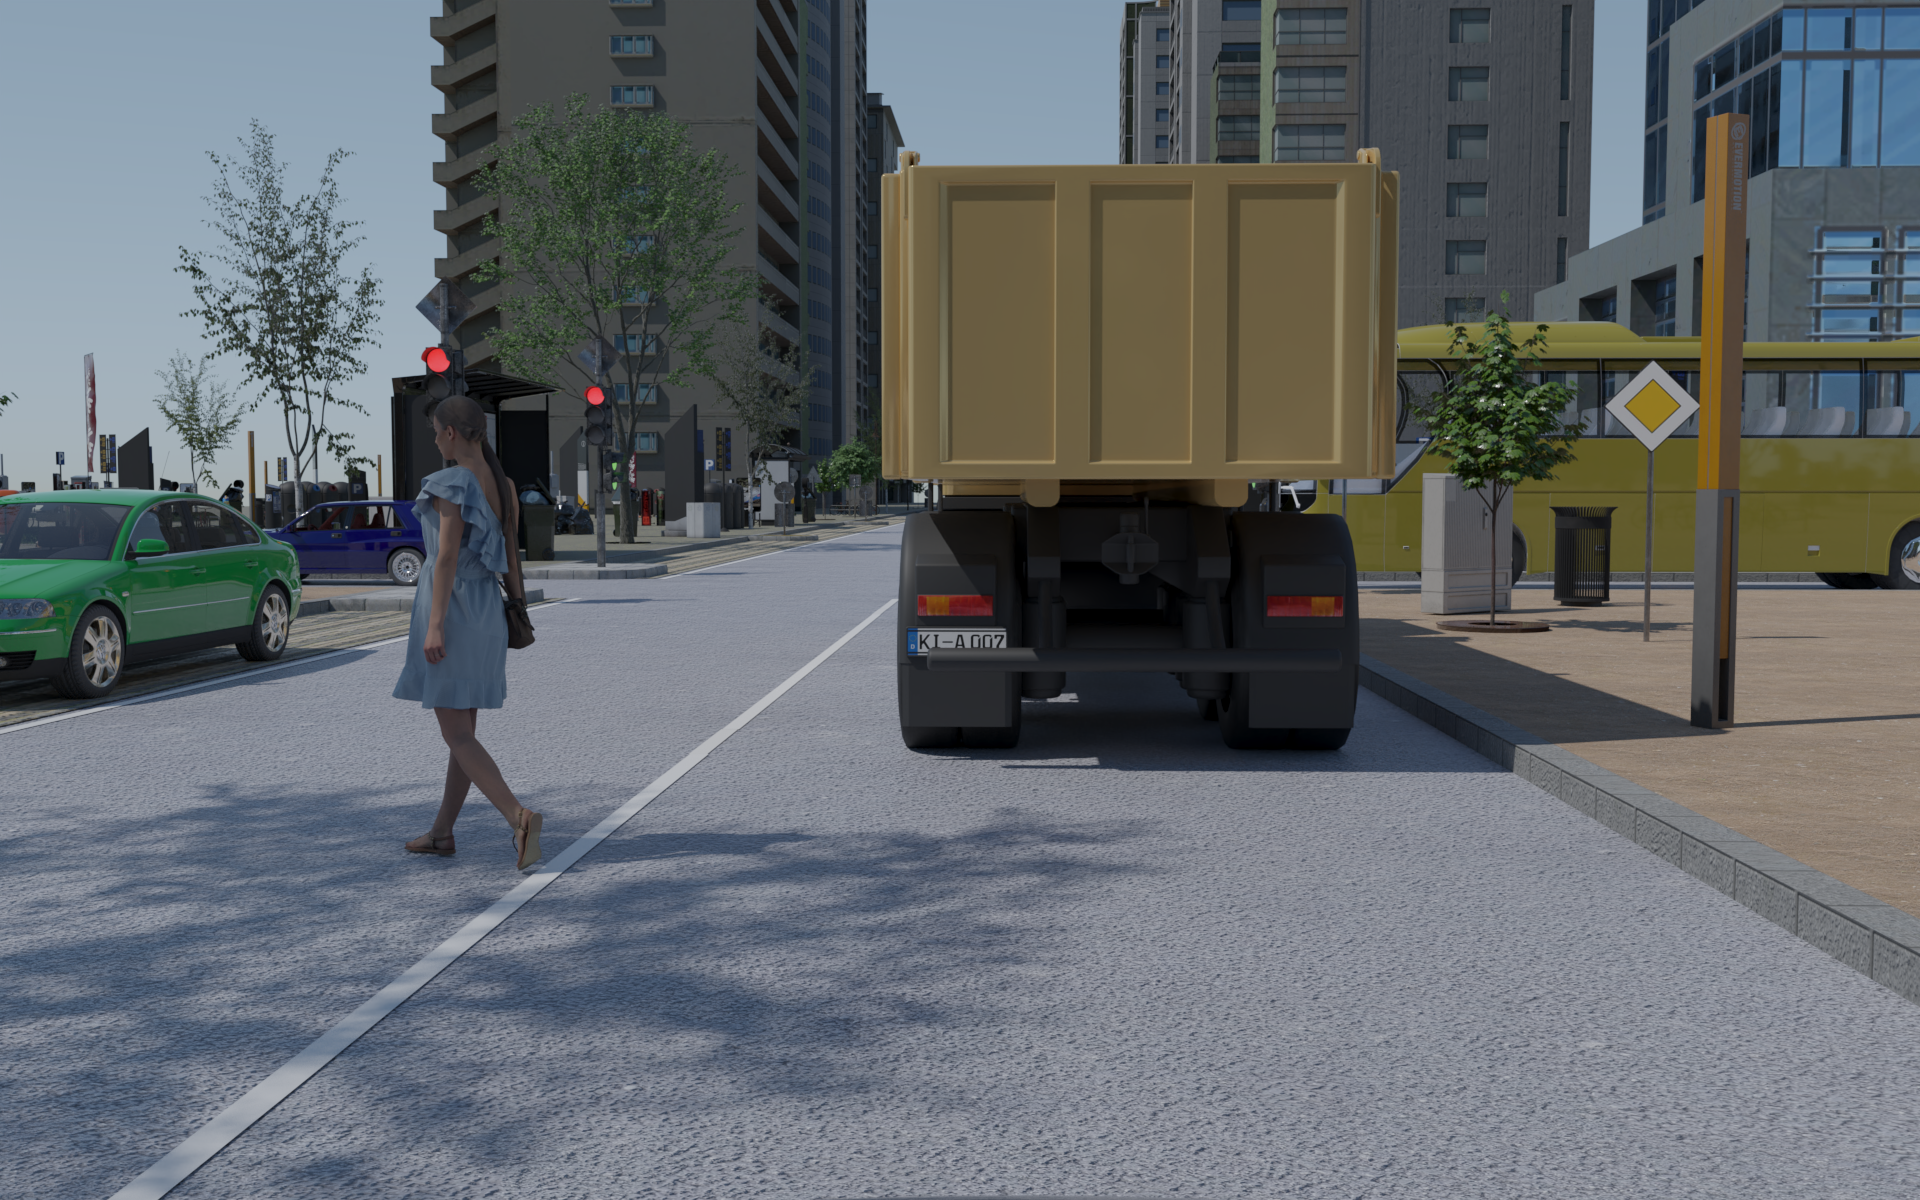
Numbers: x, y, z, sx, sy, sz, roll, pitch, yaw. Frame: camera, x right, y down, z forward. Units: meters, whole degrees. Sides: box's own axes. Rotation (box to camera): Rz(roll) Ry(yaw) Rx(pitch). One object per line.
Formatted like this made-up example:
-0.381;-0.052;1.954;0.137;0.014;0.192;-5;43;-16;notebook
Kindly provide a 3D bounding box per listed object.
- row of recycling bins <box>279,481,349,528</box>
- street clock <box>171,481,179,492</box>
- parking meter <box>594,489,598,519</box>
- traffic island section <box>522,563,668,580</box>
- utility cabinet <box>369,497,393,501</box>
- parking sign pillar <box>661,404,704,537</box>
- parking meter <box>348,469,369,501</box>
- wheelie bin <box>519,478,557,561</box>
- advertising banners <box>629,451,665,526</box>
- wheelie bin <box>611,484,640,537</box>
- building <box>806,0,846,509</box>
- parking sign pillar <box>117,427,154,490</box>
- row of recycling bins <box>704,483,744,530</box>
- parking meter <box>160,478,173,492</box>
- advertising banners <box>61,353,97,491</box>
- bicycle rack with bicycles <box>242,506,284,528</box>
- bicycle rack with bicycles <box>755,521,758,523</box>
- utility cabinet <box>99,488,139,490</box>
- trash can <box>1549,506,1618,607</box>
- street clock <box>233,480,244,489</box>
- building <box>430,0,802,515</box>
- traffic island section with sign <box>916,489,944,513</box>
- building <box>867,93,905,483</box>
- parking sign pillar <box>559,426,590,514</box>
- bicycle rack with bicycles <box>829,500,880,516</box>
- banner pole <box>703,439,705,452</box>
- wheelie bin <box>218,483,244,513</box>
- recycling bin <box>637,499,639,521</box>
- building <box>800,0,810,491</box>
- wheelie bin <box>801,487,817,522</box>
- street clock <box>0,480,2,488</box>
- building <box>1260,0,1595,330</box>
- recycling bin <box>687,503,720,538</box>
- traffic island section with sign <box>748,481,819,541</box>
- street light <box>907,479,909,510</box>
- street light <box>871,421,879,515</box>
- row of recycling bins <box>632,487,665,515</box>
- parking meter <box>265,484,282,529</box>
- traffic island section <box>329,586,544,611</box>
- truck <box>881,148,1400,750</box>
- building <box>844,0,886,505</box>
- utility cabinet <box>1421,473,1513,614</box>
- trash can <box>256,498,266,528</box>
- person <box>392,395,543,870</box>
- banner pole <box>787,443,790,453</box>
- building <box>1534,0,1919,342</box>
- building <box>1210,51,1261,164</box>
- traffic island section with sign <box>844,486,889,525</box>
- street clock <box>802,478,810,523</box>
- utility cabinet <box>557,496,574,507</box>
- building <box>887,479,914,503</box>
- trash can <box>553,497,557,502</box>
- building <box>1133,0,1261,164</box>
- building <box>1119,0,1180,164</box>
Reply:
-20.702;-2.972;55.697;1.069;1.692;3.534;1;4;13;row of recycling bins
-44.564;-5.732;98.285;0.358;2.002;0.471;2;4;25;street clock
-19.011;-5.050;90.974;0.372;1.533;0.369;0;3;0;parking meter
-6.317;-0.499;30.435;2.009;0.180;2.903;0;4;2;traffic island section
-14.776;-2.045;44.594;1.020;1.237;0.306;2;4;34;utility cabinet
-8.342;-3.912;52.426;1.447;3.967;1.447;3;4;38;parking sign pillar
-12.868;-1.918;37.074;0.399;1.863;0.255;-1;4;-16;parking meter
-8.120;-1.557;33.365;0.693;1.594;0.980;-1;4;-13;wheelie bin
-12.669;-4.515;70.002;2.074;3.025;0.090;2;4;29;advertising banners
-10.032;-2.697;52.007;0.693;1.594;0.980;-3;5;-39;wheelie bin
-22.352;-37.604;156.830;21.231;58.520;28.212;0;4;2;building
-33.234;-4.978;69.856;1.447;3.967;1.447;0;4;5;parking sign pillar
-8.646;-3.444;63.428;1.069;1.692;3.534;1;4;8;row of recycling bins
-28.086;-3.401;61.321;0.399;1.863;0.255;-1;4;-22;parking meter
-11.338;-1.597;22.302;0.090;3.025;2.074;-3;4;-37;advertising banners
-21.351;-2.334;51.538;2.852;0.926;2.925;-2;4;-31;bicycle rack with bicycles
-10.127;-3.812;75.708;2.925;0.926;2.852;-2;4;-28;bicycle rack with bicycles
-28.639;-3.081;59.045;1.173;1.500;0.318;-1;4;-14;utility cabinet
7.141;-0.503;19.873;0.748;1.137;0.748;0;3;0;trash can
-36.193;-5.039;86.952;0.471;2.002;0.358;1;4;11;street clock
-22.698;-30.129;116.313;21.300;48.544;21.600;0;4;2;building
-2.305;-7.436;130.201;1.989;1.847;2.006;0;4;2;traffic island section with sign
-22.480;-39.338;232.414;28.713;52.752;27.495;0;4;2;building
-15.410;-4.938;69.212;1.447;3.967;1.447;3;4;37;parking sign pillar
-6.627;-5.525;103.719;2.925;0.926;2.852;2;4;29;bicycle rack with bicycles
-11.895;-5.441;78.972;0.863;3.779;0.401;1;4;22;banner pole
-20.593;-2.511;48.957;0.693;1.594;0.980;-2;4;-23;wheelie bin
-15.760;-4.270;82.366;0.722;1.027;0.722;-3;4;-38;recycling bin
-19.657;-27.636;135.448;14.154;41.232;14.086;0;4;2;building
-6.943;-4.370;79.357;0.693;1.594;0.980;-1;4;-15;wheelie bin
-45.941;-4.773;82.603;0.471;2.002;0.358;0;4;4;street clock
21.236;-24.428;82.987;14.154;41.232;14.086;0;4;2;building
-7.489;-2.326;50.582;0.722;1.027;0.722;2;4;35;recycling bin
-5.395;-2.728;53.234;1.989;1.847;2.006;0;4;2;traffic island section with sign
-4.103;-9.994;136.194;0.468;5.910;1.993;0;4;2;street light
-5.192;-8.216;107.118;0.468;5.910;1.993;0;4;2;street light
-18.647;-6.006;105.305;3.534;1.692;1.069;1;4;19;row of recycling bins
-17.080;-2.122;43.100;0.372;1.533;0.369;0;3;0;parking meter
-6.639;-0.011;22.457;2.009;0.180;2.903;0;4;2;traffic island section
1.021;-1.065;13.345;3.469;3.379;9.791;0;4;2;truck
-19.505;-47.061;207.704;20.563;71.187;20.611;0;4;2;building
5.476;-0.610;18.646;1.173;1.500;0.318;-3;4;-37;utility cabinet
-26.319;-3.295;65.522;0.748;1.137;0.748;0;3;0;trash can
-1.875;0.113;6.747;0.778;1.811;0.616;2;4;32;person
-8.418;-5.802;84.884;0.401;3.779;0.863;-1;4;-13;banner pole
32.003;-44.643;42.584;31.000;86.520;22.319;0;4;2;building
23.576;-21.094;116.581;14.160;30.474;14.107;0;4;2;building
-4.319;-4.376;80.168;1.989;1.847;2.006;0;4;2;traffic island section with sign
-6.801;-4.388;76.309;0.358;2.002;0.471;1;4;9;street clock
-13.078;-2.833;57.483;0.306;1.237;1.020;-2;4;-30;utility cabinet
-14.226;-29.483;253.745;14.160;30.474;14.107;0;4;2;building
-17.514;-3.866;74.860;0.748;1.137;0.748;0;3;0;trash can
31.663;-41.003;212.397;21.231;58.520;28.212;0;4;2;building
31.584;-49.763;251.870;20.563;71.187;20.611;0;4;2;building
